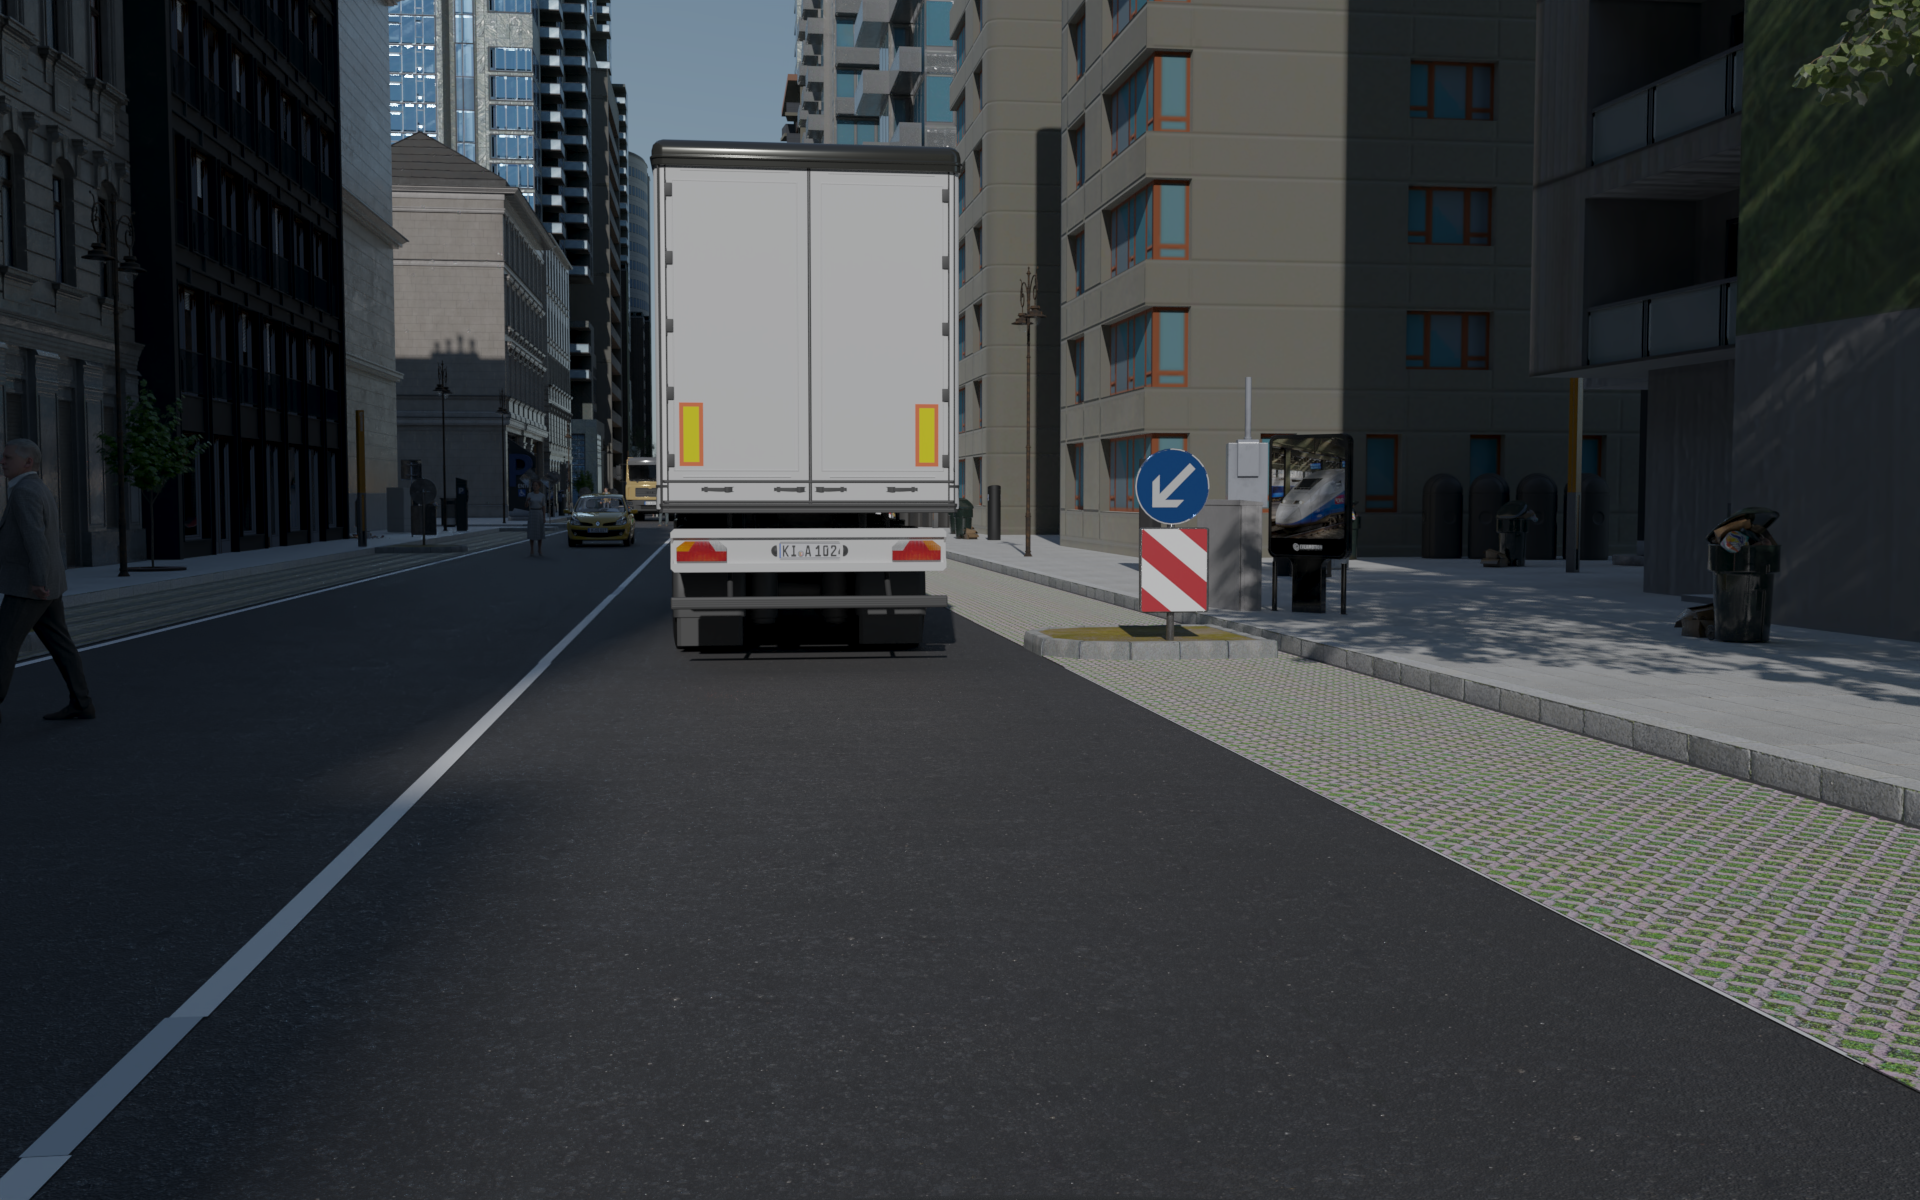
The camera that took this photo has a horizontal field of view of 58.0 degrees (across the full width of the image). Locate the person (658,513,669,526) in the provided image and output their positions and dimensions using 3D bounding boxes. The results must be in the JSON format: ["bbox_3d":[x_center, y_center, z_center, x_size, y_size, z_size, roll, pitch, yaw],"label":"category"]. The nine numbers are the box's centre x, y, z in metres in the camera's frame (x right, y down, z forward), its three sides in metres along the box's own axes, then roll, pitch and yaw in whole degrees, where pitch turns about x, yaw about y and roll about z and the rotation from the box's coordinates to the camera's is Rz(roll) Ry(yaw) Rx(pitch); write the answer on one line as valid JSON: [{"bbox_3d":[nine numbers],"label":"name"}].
[{"bbox_3d":[-13.178,-4.182,77.053,0.661,1.801,0.590,-2,4,-27],"label":"person"}]

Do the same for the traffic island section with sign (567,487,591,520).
[{"bbox_3d":[-20.792,-5.363,96.311,1.989,1.847,2.006,0,4,-8],"label":"traffic island section with sign"}]

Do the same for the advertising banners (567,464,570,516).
[{"bbox_3d":[-23.363,-6.551,103.290,0.090,3.025,2.074,-1,4,-10],"label":"advertising banners"}]

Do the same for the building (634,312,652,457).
[{"bbox_3d":[-55.266,-30.424,269.138,14.160,30.474,14.107,0,4,-8],"label":"building"}]

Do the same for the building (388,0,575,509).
[{"bbox_3d":[-44.529,-51.875,160.827,22.319,86.520,31.000,0,4,-8],"label":"building"}]

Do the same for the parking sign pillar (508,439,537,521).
[{"bbox_3d":[-21.154,-5.827,83.741,1.447,3.967,1.447,0,4,-3],"label":"parking sign pillar"}]

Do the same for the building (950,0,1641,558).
[{"bbox_3d":[15.332,-12.539,50.057,27.650,21.520,28.899,0,4,-8],"label":"building"}]

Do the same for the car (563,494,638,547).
[{"bbox_3d":[-10.025,-2.340,48.486,2.015,1.641,3.980,-1,4,-8],"label":"car"}]

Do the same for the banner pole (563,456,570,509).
[{"bbox_3d":[-26.041,-7.625,114.680,0.401,3.779,0.863,1,4,22],"label":"banner pole"}]

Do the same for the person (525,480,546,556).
[{"bbox_3d":[-9.874,-1.911,40.313,0.480,1.755,0.524,-1,4,-23],"label":"person"}]

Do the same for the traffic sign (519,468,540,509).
[{"bbox_3d":[-16.638,-3.877,67.039,0.795,2.450,0.064,0,4,-8],"label":"traffic sign"}]

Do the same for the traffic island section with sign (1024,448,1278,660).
[{"bbox_3d":[1.638,-0.440,15.815,1.989,1.847,2.006,0,4,-8],"label":"traffic island section with sign"}]

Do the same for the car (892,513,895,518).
[{"bbox_3d":[-0.941,-3.940,74.636,3.980,1.641,2.015,-1,4,-8],"label":"car"}]

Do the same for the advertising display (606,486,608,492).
[{"bbox_3d":[-29.728,-8.607,145.935,0.123,1.923,0.974,-1,4,-11],"label":"advertising display"}]

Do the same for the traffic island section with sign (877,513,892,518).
[{"bbox_3d":[-2.202,-2.105,43.045,1.989,1.847,2.006,0,4,-8],"label":"traffic island section with sign"}]

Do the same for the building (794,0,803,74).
[{"bbox_3d":[-11.092,-54.894,210.181,22.319,86.520,31.000,0,4,-8],"label":"building"}]

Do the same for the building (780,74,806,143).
[{"bbox_3d":[-7.347,-32.201,181.111,22.147,44.769,28.867,0,4,-8],"label":"building"}]

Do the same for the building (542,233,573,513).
[{"bbox_3d":[-33.197,-16.769,123.316,9.793,20.994,18.267,0,4,-8],"label":"building"}]

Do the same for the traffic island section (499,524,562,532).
[{"bbox_3d":[-16.661,-2.741,67.097,2.009,0.180,2.903,0,4,-8],"label":"traffic island section"}]

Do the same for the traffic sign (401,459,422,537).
[{"bbox_3d":[-16.227,-3.005,51.260,0.606,2.300,0.079,0,4,-7],"label":"traffic sign"}]

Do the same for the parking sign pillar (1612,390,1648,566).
[{"bbox_3d":[12.550,-2.612,31.172,1.447,3.967,1.447,2,4,30],"label":"parking sign pillar"}]

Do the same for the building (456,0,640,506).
[{"bbox_3d":[-56.659,-56.992,244.498,22.319,86.520,31.000,0,4,-8],"label":"building"}]

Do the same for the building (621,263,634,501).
[{"bbox_3d":[-47.011,-26.635,207.185,14.160,30.474,14.107,0,4,-8],"label":"building"}]

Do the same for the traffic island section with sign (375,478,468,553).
[{"bbox_3d":[-13.221,-2.080,42.637,1.989,1.847,2.006,0,4,-8],"label":"traffic island section with sign"}]

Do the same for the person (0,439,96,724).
[{"bbox_3d":[-5.888,-0.117,10.815,0.834,1.777,0.661,-2,4,-29],"label":"person"}]

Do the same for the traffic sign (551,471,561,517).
[{"bbox_3d":[-22.317,-5.810,95.106,0.768,2.556,0.104,0,4,-1],"label":"traffic sign"}]

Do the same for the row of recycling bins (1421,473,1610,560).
[{"bbox_3d":[10.928,-1.654,34.154,3.534,1.692,1.069,1,4,17],"label":"row of recycling bins"}]

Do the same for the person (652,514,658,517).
[{"bbox_3d":[-19.093,-5.765,107.780,0.505,1.210,0.382,-2,4,-30],"label":"person"}]

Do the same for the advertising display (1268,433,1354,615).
[{"bbox_3d":[3.776,-0.825,18.697,0.974,1.923,0.123,3,5,42],"label":"advertising display"}]

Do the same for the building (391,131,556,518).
[{"bbox_3d":[-29.029,-14.861,93.890,10.553,20.767,40.483,0,4,-8],"label":"building"}]

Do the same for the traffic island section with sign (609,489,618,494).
[{"bbox_3d":[-24.598,-7.010,123.246,1.989,1.847,2.006,0,4,-8],"label":"traffic island section with sign"}]

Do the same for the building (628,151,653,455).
[{"bbox_3d":[-62.733,-45.724,289.577,21.231,58.520,28.212,0,4,-8],"label":"building"}]

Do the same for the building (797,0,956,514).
[{"bbox_3d":[-1.256,-31.620,136.602,23.786,49.044,30.456,0,4,-8],"label":"building"}]

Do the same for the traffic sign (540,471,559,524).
[{"bbox_3d":[-17.754,-4.361,74.946,0.795,2.450,0.064,0,4,-8],"label":"traffic sign"}]

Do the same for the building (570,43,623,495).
[{"bbox_3d":[-48.261,-34.530,188.259,21.300,48.544,21.600,0,4,-8],"label":"building"}]

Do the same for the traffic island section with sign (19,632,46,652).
[{"bbox_3d":[-9.454,-0.446,15.913,1.989,1.847,2.006,0,4,-8],"label":"traffic island section with sign"}]

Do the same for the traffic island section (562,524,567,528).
[{"bbox_3d":[-17.776,-3.225,75.004,2.009,0.180,2.903,0,4,-8],"label":"traffic island section"}]

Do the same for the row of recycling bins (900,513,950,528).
[{"bbox_3d":[-1.313,-3.666,67.053,1.069,1.692,3.534,-3,4,-37],"label":"row of recycling bins"}]

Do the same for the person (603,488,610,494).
[{"bbox_3d":[-23.159,-6.406,113.148,0.836,1.842,0.656,3,4,38],"label":"person"}]

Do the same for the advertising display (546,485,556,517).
[{"bbox_3d":[-22.673,-5.553,96.013,0.123,1.923,0.974,-3,4,-37],"label":"advertising display"}]
